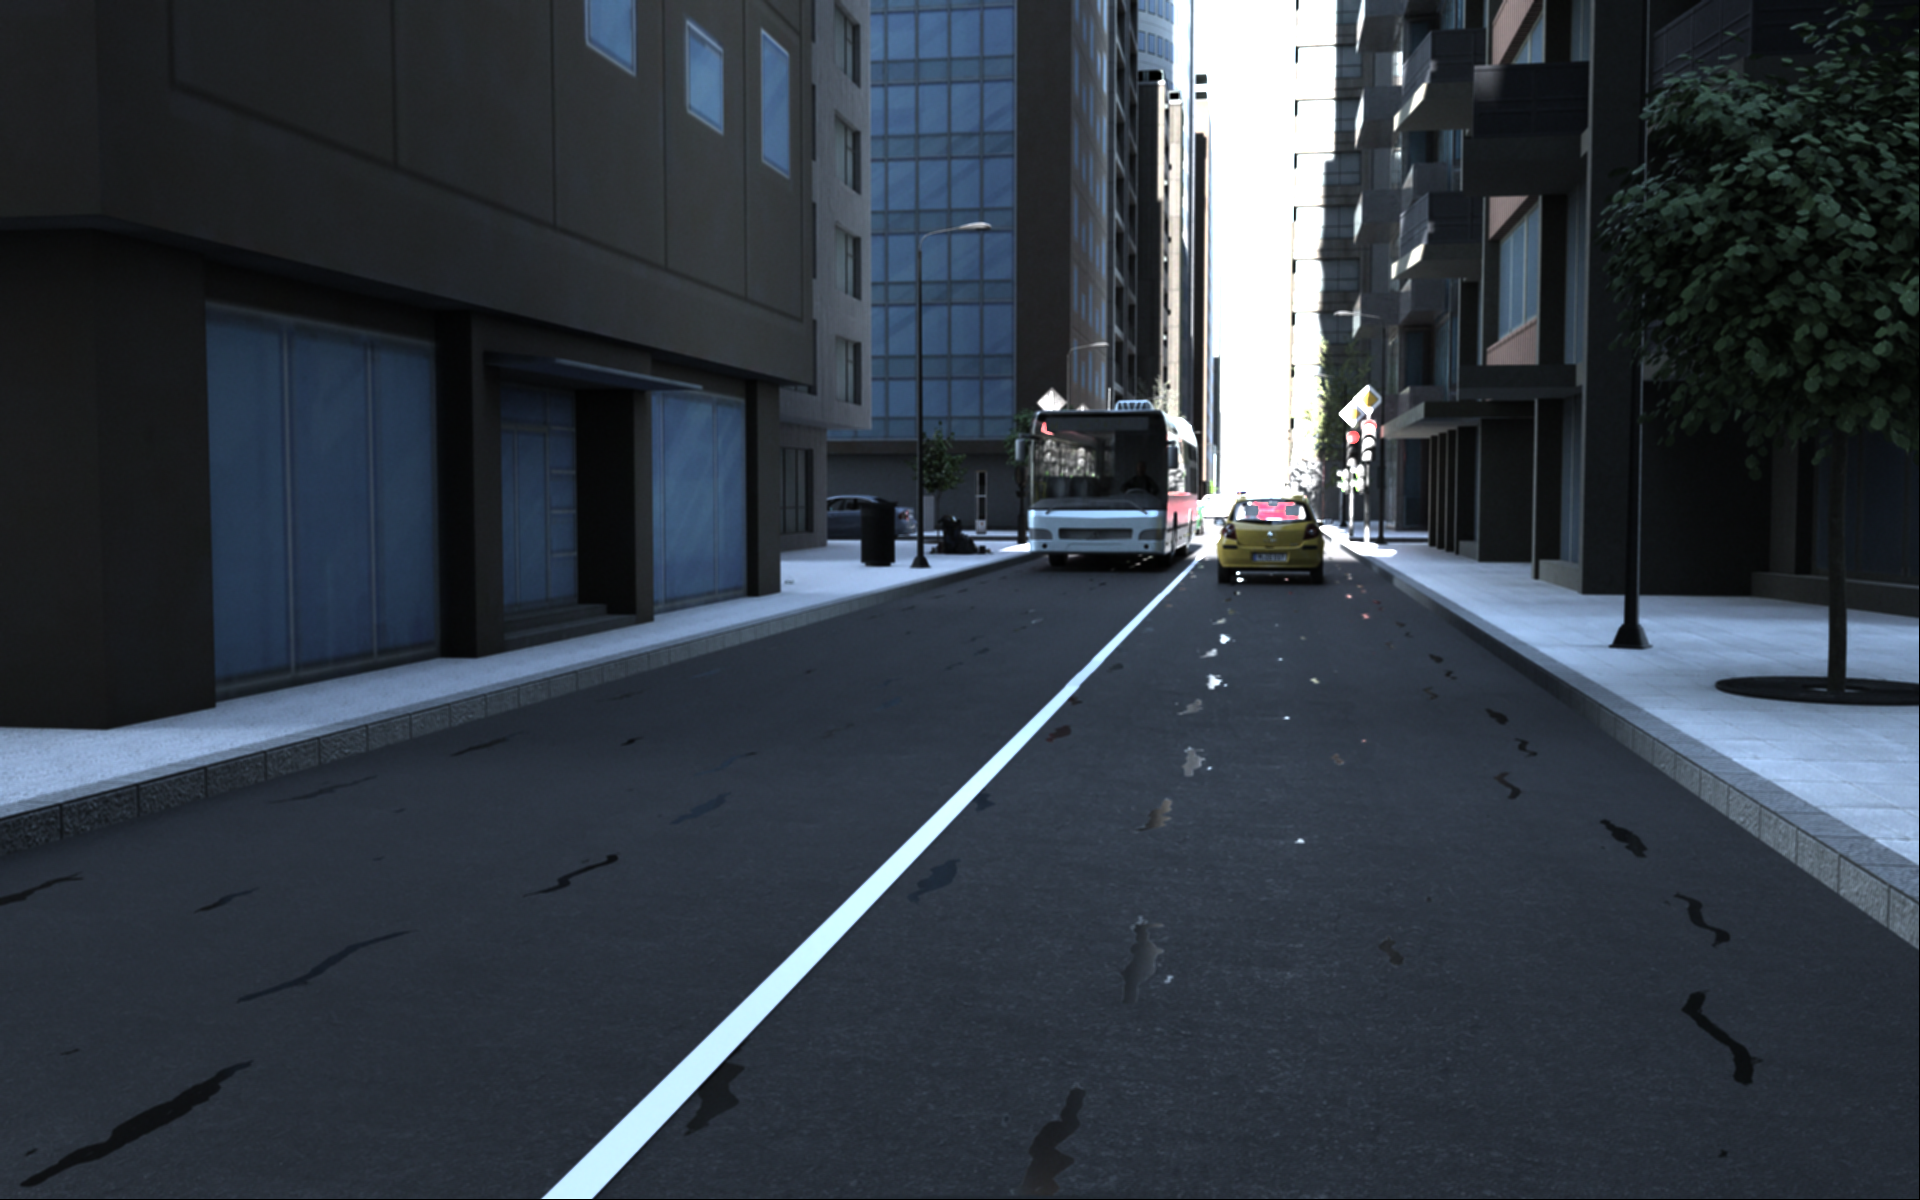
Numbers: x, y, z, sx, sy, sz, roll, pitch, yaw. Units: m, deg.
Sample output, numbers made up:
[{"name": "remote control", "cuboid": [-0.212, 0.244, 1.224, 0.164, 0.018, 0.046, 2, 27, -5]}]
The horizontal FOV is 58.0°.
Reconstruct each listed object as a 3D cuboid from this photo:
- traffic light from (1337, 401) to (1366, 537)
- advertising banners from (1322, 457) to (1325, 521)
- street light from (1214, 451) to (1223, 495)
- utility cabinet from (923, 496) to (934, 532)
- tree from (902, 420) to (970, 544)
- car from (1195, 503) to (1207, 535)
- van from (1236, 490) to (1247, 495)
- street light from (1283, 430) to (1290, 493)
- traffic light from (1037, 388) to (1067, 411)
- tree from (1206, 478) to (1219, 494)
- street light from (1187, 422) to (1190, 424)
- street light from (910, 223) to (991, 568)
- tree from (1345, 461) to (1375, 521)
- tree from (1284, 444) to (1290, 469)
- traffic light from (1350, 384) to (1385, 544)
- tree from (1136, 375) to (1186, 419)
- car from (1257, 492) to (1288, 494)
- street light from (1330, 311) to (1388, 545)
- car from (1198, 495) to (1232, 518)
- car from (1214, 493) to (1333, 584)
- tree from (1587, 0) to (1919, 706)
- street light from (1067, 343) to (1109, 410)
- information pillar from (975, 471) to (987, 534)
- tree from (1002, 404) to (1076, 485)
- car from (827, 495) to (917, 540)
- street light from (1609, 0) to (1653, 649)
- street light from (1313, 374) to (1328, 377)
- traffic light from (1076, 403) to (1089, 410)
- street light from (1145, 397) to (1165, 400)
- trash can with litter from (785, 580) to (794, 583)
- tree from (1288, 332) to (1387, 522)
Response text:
[{"name": "traffic light", "cuboid": [11.792, -3.870, 52.189, 0.839, 4.253, 0.868, 1, 4, 10]}, {"name": "advertising banners", "cuboid": [15.787, -4.834, 75.231, 0.090, 3.025, 2.074, 1, 4, 12]}, {"name": "street light", "cuboid": [27.589, -13.213, 188.576, 1.470, 5.913, 1.316, 1, 4, 10]}, {"name": "utility cabinet", "cuboid": [-1.169, -2.929, 59.049, 0.306, 1.237, 1.020, 1, 4, 17]}, {"name": "tree", "cuboid": [-0.525, -3.088, 45.085, 1.663, 3.219, 1.824, 0, 3, 0]}, {"name": "car", "cuboid": [7.767, -3.067, 61.943, 2.131, 1.459, 4.920, 1, 4, 9]}, {"name": "van", "cuboid": [43.601, -16.141, 268.291, 2.240, 2.365, 5.245, 1, 4, 8]}, {"name": "street light", "cuboid": [24.417, -9.377, 125.859, 1.470, 5.913, 1.316, 1, 4, 10]}, {"name": "traffic light", "cuboid": [2.425, -3.473, 45.698, 0.839, 4.253, 0.868, 1, 4, 10]}, {"name": "tree", "cuboid": [29.613, -12.787, 203.665, 1.663, 3.219, 1.824, 0, 3, 0]}, {"name": "street light", "cuboid": [14.114, -8.515, 111.763, 1.470, 5.913, 1.316, 1, 4, 10]}, {"name": "street light", "cuboid": [-0.160, -3.509, 29.920, 1.470, 5.913, 1.316, 1, 4, 10]}, {"name": "tree", "cuboid": [18.403, -5.319, 81.561, 1.663, 3.219, 1.824, 0, 3, 0]}, {"name": "tree", "cuboid": [42.173, -16.168, 214.709, 4.360, 8.622, 3.978, 0, 3, 0]}, {"name": "traffic light", "cuboid": [10.418, -3.389, 44.323, 0.839, 4.253, 0.868, 1, 4, 10]}, {"name": "tree", "cuboid": [11.825, -9.550, 106.509, 4.360, 8.622, 3.978, 0, 3, 0]}, {"name": "car", "cuboid": [11.365, -3.305, 63.080, 2.155, 1.783, 4.494, 1, 4, 8]}, {"name": "street light", "cuboid": [10.206, -4.377, 44.105, 1.470, 5.913, 1.316, 1, 4, 10]}, {"name": "car", "cuboid": [15.372, -5.631, 104.420, 2.083, 1.381, 4.827, 1, 4, 12]}, {"name": "car", "cuboid": [5.272, -1.163, 29.234, 2.015, 1.641, 3.980, 1, 4, 11]}, {"name": "tree", "cuboid": [5.708, -1.677, 11.133, 4.285, 4.588, 4.351, 0, 3, 0]}, {"name": "street light", "cuboid": [3.870, -4.948, 53.442, 1.470, 5.913, 1.316, 1, 4, 10]}, {"name": "information pillar", "cuboid": [0.670, -3.095, 55.101, 0.304, 2.012, 0.304, -1, 4, -11]}, {"name": "tree", "cuboid": [3.012, -4.498, 57.253, 4.285, 4.588, 4.351, 0, 3, 0]}, {"name": "car", "cuboid": [-3.510, -2.355, 50.509, 4.499, 1.417, 2.014, 1, 4, 11]}, {"name": "street light", "cuboid": [5.079, -2.561, 14.406, 1.470, 5.913, 1.316, 1, 4, 10]}, {"name": "street light", "cuboid": [14.351, -5.784, 67.116, 1.470, 5.913, 1.316, 1, 4, 10]}, {"name": "traffic light", "cuboid": [3.799, -3.954, 53.564, 0.839, 4.253, 0.868, 1, 4, 10]}, {"name": "street light", "cuboid": [9.056, -6.737, 82.692, 1.470, 5.913, 1.316, 1, 4, 10]}, {"name": "trash can with litter", "cuboid": [-3.496, -0.827, 24.582, 2.233, 1.210, 1.678, 0, 4, 0]}, {"name": "tree", "cuboid": [16.986, -7.813, 78.106, 4.737, 8.622, 4.395, 0, 3, 0]}]
